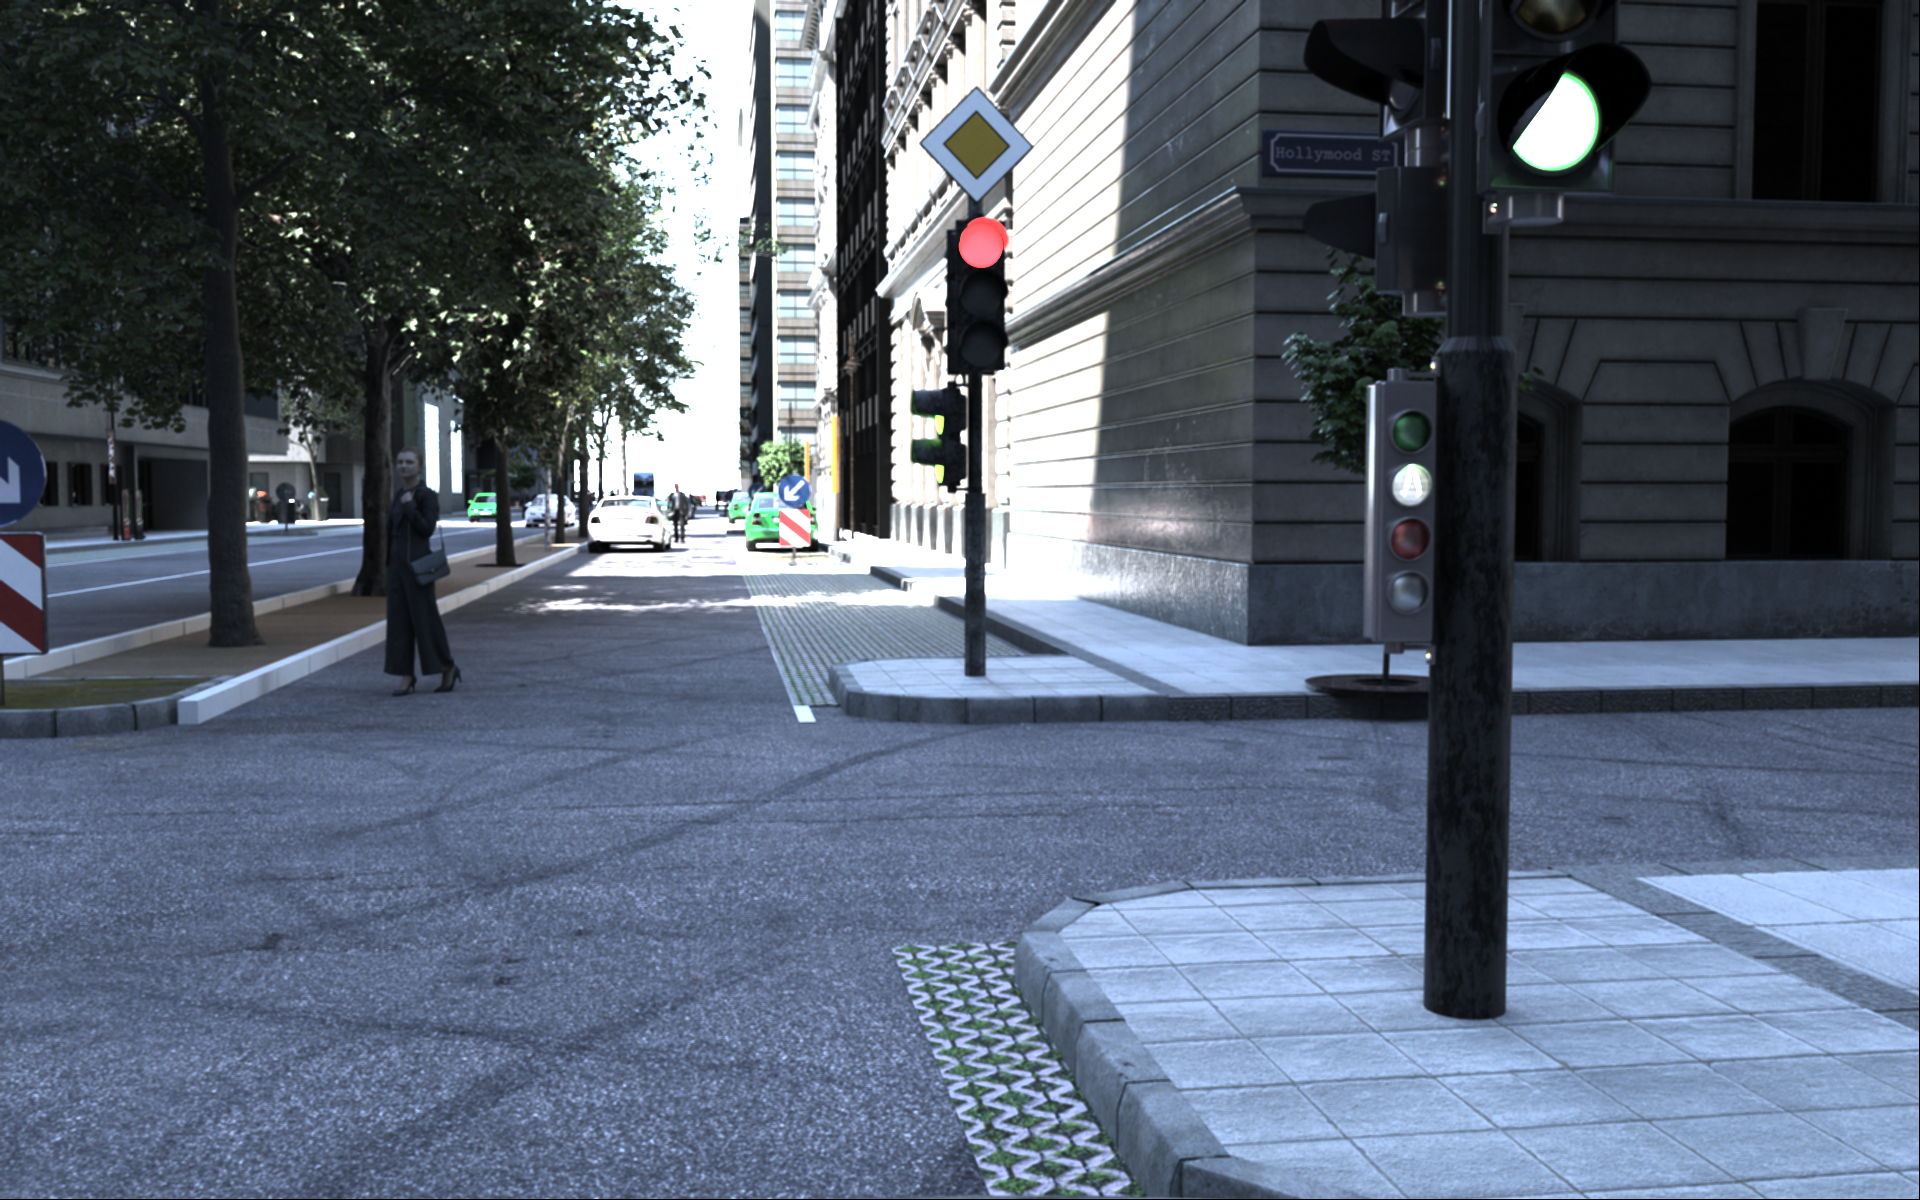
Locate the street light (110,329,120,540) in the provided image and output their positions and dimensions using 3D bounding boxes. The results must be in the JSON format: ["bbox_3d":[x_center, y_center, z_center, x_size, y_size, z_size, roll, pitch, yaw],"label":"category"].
[{"bbox_3d":[-23.480,-4.601,48.012,0.468,5.910,1.993,-1,4,-8],"label":"street light"}]

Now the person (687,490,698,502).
[{"bbox_3d":[-22.026,-8.115,141.892,1.217,1.735,0.721,-3,5,-41],"label":"person"}]

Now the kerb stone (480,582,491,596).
[{"bbox_3d":[-6.780,-0.124,24.431,0.120,0.150,1.000,-1,4,-8],"label":"kerb stone"}]

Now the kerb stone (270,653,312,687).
[{"bbox_3d":[-5.170,0.545,13.286,0.120,0.150,1.000,-1,4,-8],"label":"kerb stone"}]

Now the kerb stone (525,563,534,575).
[{"bbox_3d":[-7.656,-0.509,30.512,0.120,0.150,1.000,-1,4,-8],"label":"kerb stone"}]

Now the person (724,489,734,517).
[{"bbox_3d":[-14.299,-5.998,107.010,0.683,1.767,0.568,-1,4,-15],"label":"person"}]

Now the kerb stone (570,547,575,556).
[{"bbox_3d":[-8.975,-1.067,39.635,0.120,0.150,1.000,-1,4,-8],"label":"kerb stone"}]

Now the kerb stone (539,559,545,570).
[{"bbox_3d":[-7.954,-0.633,32.539,0.120,0.150,1.000,-1,4,-8],"label":"kerb stone"}]

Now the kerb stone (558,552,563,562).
[{"bbox_3d":[-8.539,-0.881,36.596,0.120,0.150,1.000,-1,4,-8],"label":"kerb stone"}]

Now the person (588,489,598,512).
[{"bbox_3d":[-24.668,-6.507,115.616,1.217,1.743,0.721,0,4,-1],"label":"person"}]

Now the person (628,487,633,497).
[{"bbox_3d":[-17.823,-5.158,92.849,1.348,1.823,0.705,3,5,41],"label":"person"}]

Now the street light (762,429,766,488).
[{"bbox_3d":[-13.974,-9.252,124.057,0.468,5.910,1.993,-1,4,-8],"label":"street light"}]

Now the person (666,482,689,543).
[{"bbox_3d":[-8.252,-2.557,50.699,0.661,1.777,0.834,-1,4,-14],"label":"person"}]

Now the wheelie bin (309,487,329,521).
[{"bbox_3d":[-30.083,-4.482,81.187,0.693,1.594,0.980,1,4,21],"label":"wheelie bin"}]

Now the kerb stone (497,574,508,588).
[{"bbox_3d":[-7.066,-0.260,26.467,0.120,0.150,1.000,-1,4,-8],"label":"kerb stone"}]

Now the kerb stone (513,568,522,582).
[{"bbox_3d":[-7.358,-0.382,28.490,0.120,0.150,1.000,-1,4,-8],"label":"kerb stone"}]

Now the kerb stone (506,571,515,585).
[{"bbox_3d":[-7.218,-0.321,27.477,0.120,0.150,1.000,-1,4,-8],"label":"kerb stone"}]

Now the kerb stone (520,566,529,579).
[{"bbox_3d":[-7.500,-0.444,29.502,0.120,0.150,1.000,-1,4,-8],"label":"kerb stone"}]

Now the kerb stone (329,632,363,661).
[{"bbox_3d":[-5.461,0.421,15.315,0.120,0.150,1.000,-1,4,-8],"label":"kerb stone"}]

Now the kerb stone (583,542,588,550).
[{"bbox_3d":[-9.554,-1.314,43.687,0.120,0.150,1.000,-1,4,-8],"label":"kerb stone"}]

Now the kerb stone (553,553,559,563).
[{"bbox_3d":[-8.389,-0.817,35.585,0.120,0.150,1.000,-1,4,-8],"label":"kerb stone"}]

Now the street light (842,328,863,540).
[{"bbox_3d":[-3.010,-4.624,48.396,0.468,5.910,1.993,-1,4,-8],"label":"street light"}]

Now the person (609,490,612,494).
[{"bbox_3d":[-31.450,-9.017,155.920,0.705,1.826,1.348,-1,4,-20],"label":"person"}]

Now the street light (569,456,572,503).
[{"bbox_3d":[-46.299,-14.259,205.928,0.468,5.910,1.993,-1,4,-8],"label":"street light"}]

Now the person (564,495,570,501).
[{"bbox_3d":[-30.462,-7.569,132.330,0.705,1.814,1.350,3,5,44],"label":"person"}]

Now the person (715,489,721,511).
[{"bbox_3d":[-20.405,-8.395,145.769,0.705,1.822,1.348,-2,4,-29],"label":"person"}]

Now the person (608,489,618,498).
[{"bbox_3d":[-28.353,-8.158,141.519,0.705,1.869,1.348,3,5,39],"label":"person"}]

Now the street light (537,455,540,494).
[{"bbox_3d":[-40.769,-11.930,167.835,0.468,5.910,1.993,-1,4,-8],"label":"street light"}]

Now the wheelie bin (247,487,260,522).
[{"bbox_3d":[-32.181,-4.319,78.521,0.980,1.594,0.693,0,4,-3],"label":"wheelie bin"}]

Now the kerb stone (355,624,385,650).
[{"bbox_3d":[-5.606,0.359,16.327,0.120,0.150,1.000,-1,4,-8],"label":"kerb stone"}]

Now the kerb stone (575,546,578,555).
[{"bbox_3d":[-9.117,-1.128,40.647,0.120,0.150,1.000,-1,4,-8],"label":"kerb stone"}]

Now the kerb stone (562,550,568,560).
[{"bbox_3d":[-8.676,-0.940,37.611,0.120,0.150,1.000,-1,4,-8],"label":"kerb stone"}]

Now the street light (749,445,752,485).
[{"bbox_3d":[-19.535,-11.559,161.771,0.468,5.910,1.993,-1,4,-8],"label":"street light"}]

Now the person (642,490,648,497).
[{"bbox_3d":[-21.555,-6.675,118.552,0.530,1.710,0.541,-1,4,-17],"label":"person"}]

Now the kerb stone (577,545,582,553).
[{"bbox_3d":[-9.261,-1.182,41.659,0.120,0.150,1.000,-1,4,-8],"label":"kerb stone"}]

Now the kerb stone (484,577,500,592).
[{"bbox_3d":[-6.921,-0.199,25.448,0.120,0.150,1.000,-1,4,-8],"label":"kerb stone"}]

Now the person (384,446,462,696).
[{"bbox_3d":[-3.913,-0.216,12.448,0.576,1.772,0.534,1,4,16],"label":"person"}]

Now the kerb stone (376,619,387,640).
[{"bbox_3d":[-5.756,0.297,17.341,0.120,0.150,1.000,-1,4,-8],"label":"kerb stone"}]

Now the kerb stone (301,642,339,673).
[{"bbox_3d":[-5.316,0.483,14.303,0.120,0.150,1.000,-1,4,-8],"label":"kerb stone"}]

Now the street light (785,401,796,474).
[{"bbox_3d":[-8.426,-6.932,86.130,0.468,5.910,1.993,-1,4,-8],"label":"street light"}]

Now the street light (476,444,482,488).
[{"bbox_3d":[-34.406,-9.231,123.720,0.468,5.910,1.993,-1,4,-8],"label":"street light"}]

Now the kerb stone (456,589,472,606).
[{"bbox_3d":[-6.484,-0.011,22.408,0.120,0.150,1.000,-1,4,-8],"label":"kerb stone"}]

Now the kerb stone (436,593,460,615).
[{"bbox_3d":[-6.337,0.049,21.388,0.120,0.150,1.000,-1,4,-8],"label":"kerb stone"}]

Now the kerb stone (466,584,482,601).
[{"bbox_3d":[-6.631,-0.075,23.420,0.120,0.150,1.000,-1,4,-8],"label":"kerb stone"}]

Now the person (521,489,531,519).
[{"bbox_3d":[-25.281,-5.624,100.998,0.990,1.755,0.434,3,5,40],"label":"person"}]

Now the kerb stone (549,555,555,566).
[{"bbox_3d":[-8.241,-0.754,34.568,0.120,0.150,1.000,-1,4,-8],"label":"kerb stone"}]

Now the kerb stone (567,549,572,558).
[{"bbox_3d":[-8.819,-1.005,38.625,0.120,0.150,1.000,-1,4,-8],"label":"kerb stone"}]

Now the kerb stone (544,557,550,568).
[{"bbox_3d":[-8.093,-0.695,33.556,0.120,0.150,1.000,-1,4,-8],"label":"kerb stone"}]

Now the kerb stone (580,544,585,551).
[{"bbox_3d":[-9.408,-1.252,42.670,0.120,0.150,1.000,-1,4,-8],"label":"kerb stone"}]

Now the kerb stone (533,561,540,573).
[{"bbox_3d":[-7.804,-0.570,31.523,0.120,0.150,1.000,-1,4,-8],"label":"kerb stone"}]
